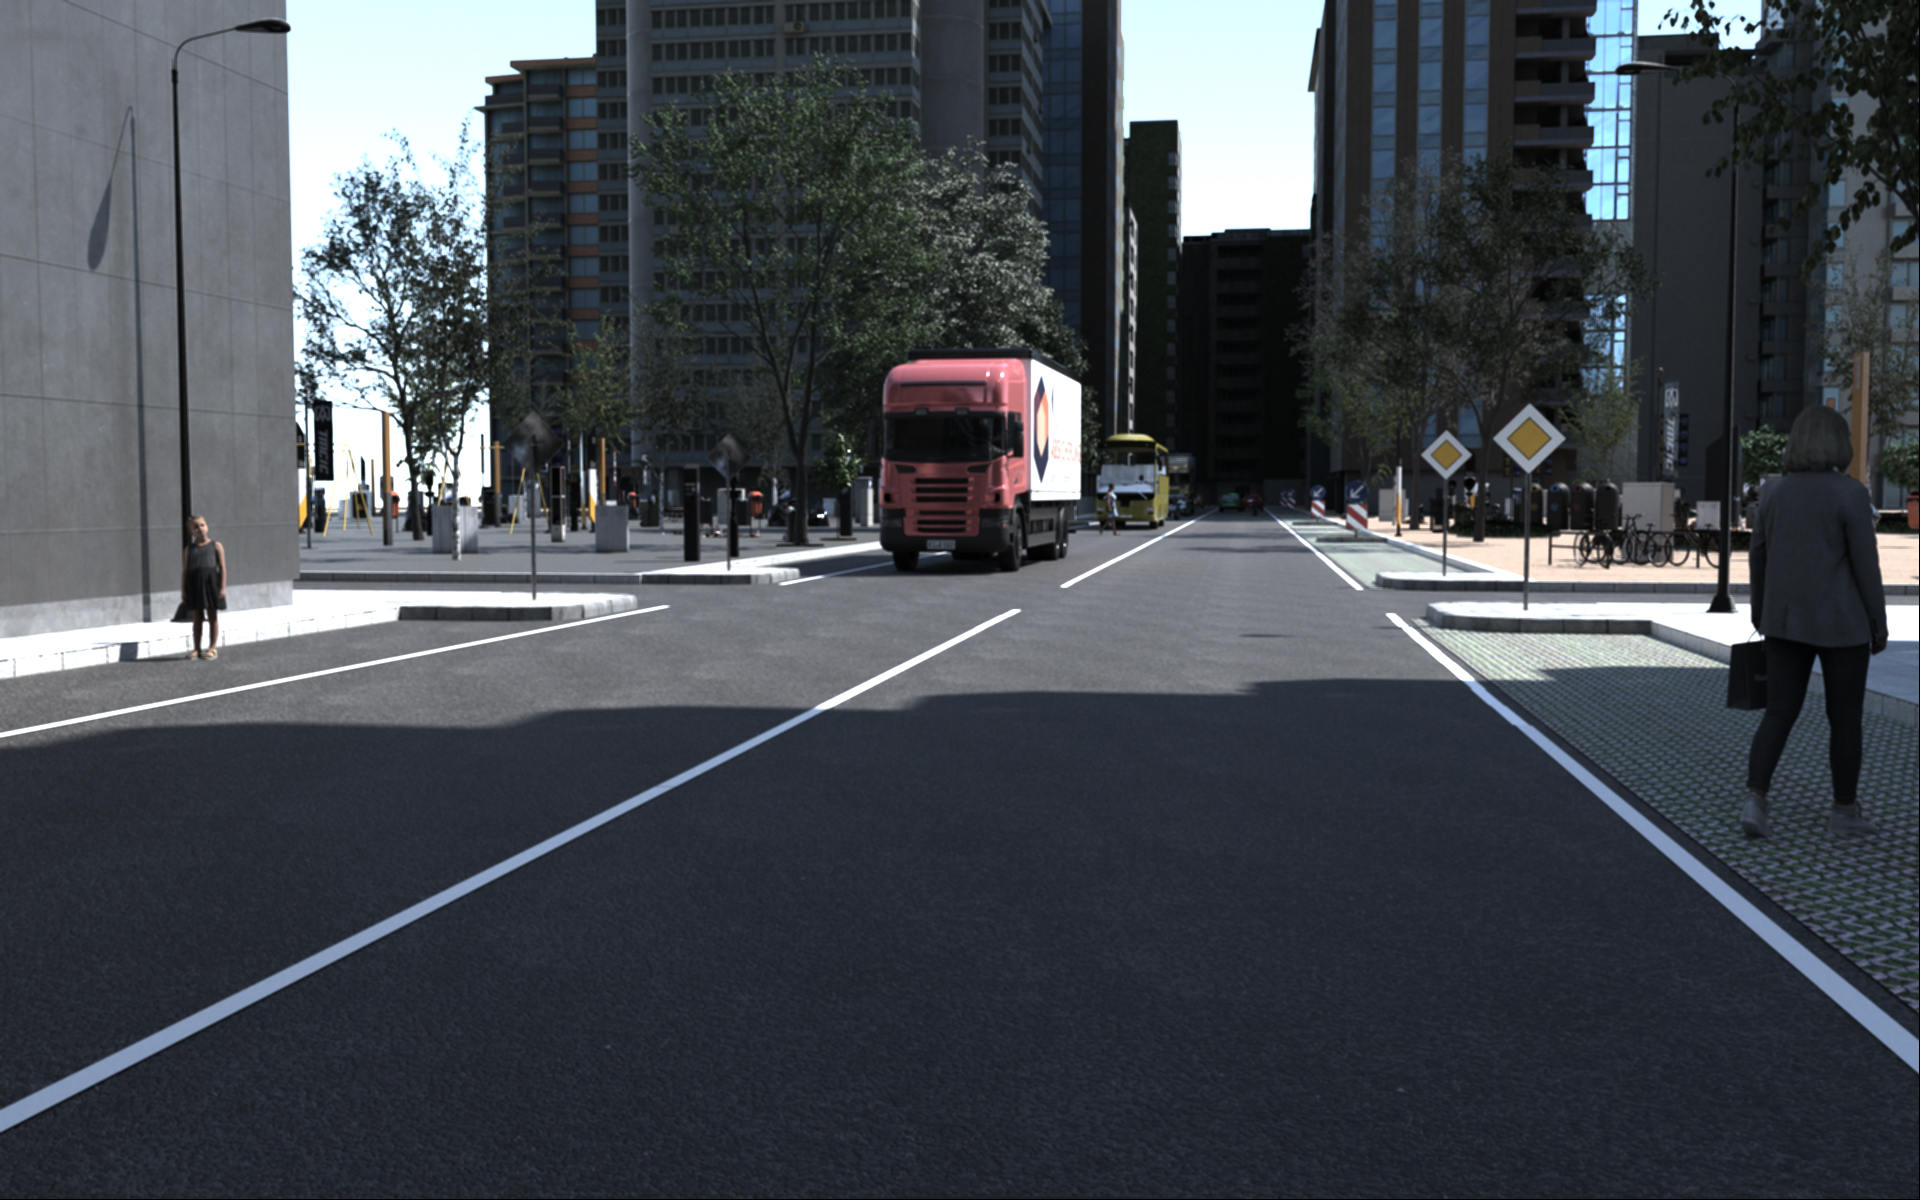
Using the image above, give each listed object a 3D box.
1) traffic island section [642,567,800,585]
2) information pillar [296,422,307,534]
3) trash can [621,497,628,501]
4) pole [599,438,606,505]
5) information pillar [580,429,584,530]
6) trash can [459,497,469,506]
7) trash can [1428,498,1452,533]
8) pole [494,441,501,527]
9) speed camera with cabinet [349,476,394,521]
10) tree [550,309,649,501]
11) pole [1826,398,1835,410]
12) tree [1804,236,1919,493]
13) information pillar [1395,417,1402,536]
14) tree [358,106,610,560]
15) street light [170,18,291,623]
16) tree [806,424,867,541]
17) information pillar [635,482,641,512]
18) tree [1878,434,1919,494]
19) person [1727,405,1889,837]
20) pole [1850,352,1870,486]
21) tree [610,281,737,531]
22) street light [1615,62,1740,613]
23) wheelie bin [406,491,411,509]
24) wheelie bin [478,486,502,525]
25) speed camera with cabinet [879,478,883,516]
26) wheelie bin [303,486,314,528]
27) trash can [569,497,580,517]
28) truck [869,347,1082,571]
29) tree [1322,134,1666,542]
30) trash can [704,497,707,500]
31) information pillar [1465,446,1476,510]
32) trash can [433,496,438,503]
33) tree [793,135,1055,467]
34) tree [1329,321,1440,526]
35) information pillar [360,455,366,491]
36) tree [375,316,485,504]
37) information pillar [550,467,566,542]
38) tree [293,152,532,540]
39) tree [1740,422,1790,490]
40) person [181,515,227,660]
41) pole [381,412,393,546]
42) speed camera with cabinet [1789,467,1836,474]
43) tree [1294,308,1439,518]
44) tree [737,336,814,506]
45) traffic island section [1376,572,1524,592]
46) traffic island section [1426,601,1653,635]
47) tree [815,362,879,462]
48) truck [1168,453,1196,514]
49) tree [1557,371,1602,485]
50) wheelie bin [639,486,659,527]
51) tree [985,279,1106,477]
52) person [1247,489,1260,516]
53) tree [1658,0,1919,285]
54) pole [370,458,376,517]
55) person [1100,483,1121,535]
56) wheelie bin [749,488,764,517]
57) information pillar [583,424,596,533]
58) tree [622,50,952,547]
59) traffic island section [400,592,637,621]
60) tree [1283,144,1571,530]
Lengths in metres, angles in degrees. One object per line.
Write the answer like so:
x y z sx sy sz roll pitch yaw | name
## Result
-3.874 -0.403 28.866 2.009 0.180 2.903 1 4 9 | traffic island section
-21.375 -3.964 56.174 0.183 3.616 0.504 0 4 6 | information pillar
-19.932 -5.561 102.582 0.748 1.137 0.748 0 3 0 | trash can
-13.016 -4.231 63.024 0.158 3.312 0.155 0 3 0 | pole
-13.624 -4.357 62.587 0.183 3.616 0.504 -1 4 -22 | information pillar
-25.135 -4.640 87.515 0.748 1.137 0.748 0 3 0 | trash can
15.904 -2.799 57.423 0.748 1.137 0.748 0 3 0 | trash can
-17.797 -4.450 66.595 0.158 3.312 0.155 0 3 0 | pole
-28.065 -5.398 82.589 2.038 3.252 0.660 -1 4 -22 | speed camera with cabinet
-14.634 -7.304 69.786 4.737 8.622 4.395 0 3 0 | tree
18.529 -2.637 36.951 0.158 3.312 0.155 0 3 0 | pole
26.242 -6.061 49.463 4.360 8.622 3.978 0 3 0 | tree
13.287 -3.735 52.417 0.183 3.616 0.504 1 4 22 | information pillar
-9.793 -5.106 33.840 4.360 8.622 3.978 0 3 0 | tree
-7.222 -2.729 17.163 1.470 5.913 1.316 1 4 9 | street light
-3.535 -3.278 48.203 1.663 3.219 1.824 0 3 0 | tree
-18.976 -5.969 102.085 0.304 2.012 0.304 1 4 11 | information pillar
51.395 -6.718 93.560 4.285 4.588 4.351 0 3 0 | tree
3.504 0.086 7.272 0.728 1.800 0.709 -2 4 -30 | person
13.006 -1.911 25.080 0.158 3.312 0.155 0 3 0 | pole
-10.423 -6.740 60.556 4.360 8.622 3.978 0 3 0 | tree
7.750 -2.824 18.720 1.470 5.913 1.316 1 4 9 | street light
-33.805 -6.061 107.011 0.693 1.594 0.980 -2 4 -35 | wheelie bin
-19.397 -3.891 71.528 0.980 1.594 0.693 -2 4 -23 | wheelie bin
-3.696 -6.249 96.499 0.660 3.252 2.038 -3 5 -40 | speed camera with cabinet
-24.710 -3.491 64.980 0.980 1.594 0.693 -2 4 -28 | wheelie bin
-21.889 -5.297 98.263 0.748 1.137 0.748 0 3 0 | trash can
0.601 -2.855 35.597 2.839 4.237 11.283 1 4 11 | truck
13.889 -6.826 46.014 8.767 10.594 7.601 1 4 11 | tree
-14.028 -5.020 93.729 0.748 1.137 0.748 0 3 0 | trash can
24.764 -5.676 84.161 0.504 3.616 0.183 0 4 2 | information pillar
-32.542 -5.890 107.953 0.748 1.137 0.748 0 3 0 | trash can
-1.262 -9.516 62.244 9.857 13.997 8.962 0 3 0 | tree
17.507 -7.349 70.521 4.737 8.622 4.395 0 3 0 | tree
-35.582 -6.845 103.262 0.183 3.616 0.504 1 4 9 | information pillar
-20.305 -7.145 67.190 4.737 8.622 4.395 0 3 0 | tree
-10.751 -2.558 46.319 0.304 2.012 0.304 0 4 5 | information pillar
-15.391 -6.941 47.897 7.601 10.594 8.767 0 4 7 | tree
36.966 -5.860 79.530 4.285 4.588 4.351 0 3 0 | tree
-6.572 -0.115 15.055 0.362 1.253 0.373 0 4 -4 | person
-14.290 -3.017 43.176 0.158 3.312 0.155 0 3 0 | pole
34.019 -4.568 69.019 0.660 3.252 2.038 -2 4 -24 | speed camera with cabinet
21.957 -10.264 93.578 9.928 11.665 9.643 0 3 0 | tree
-8.674 -7.825 78.298 4.360 8.622 3.978 0 3 0 | tree
7.561 -0.287 26.972 2.009 0.180 2.903 1 4 9 | traffic island section
6.254 0.195 19.094 2.009 0.180 2.903 1 4 9 | traffic island section
-5.755 -8.589 90.796 4.737 8.622 4.395 0 3 0 | tree
15.137 -8.109 121.501 2.839 4.237 11.283 1 4 10 | truck
31.913 -8.270 85.574 4.737 8.622 4.395 0 3 0 | tree
-12.066 -3.643 67.475 0.693 1.594 0.980 -3 5 -45 | wheelie bin
3.345 -10.656 91.240 9.611 12.733 9.660 0 3 0 | tree
19.480 -6.451 114.701 0.721 1.743 1.217 -2 4 -31 | person
7.153 -3.774 12.063 4.737 8.622 4.395 0 3 0 | tree
-33.551 -6.431 98.989 0.158 3.312 0.155 0 3 0 | pole
5.208 -3.158 60.232 0.778 1.811 0.616 2 4 23 | person
-11.551 -5.500 97.830 0.980 1.594 0.693 1 4 12 | wheelie bin
-12.201 -4.042 57.445 0.183 3.616 0.504 1 4 13 | information pillar
-4.003 -7.115 42.079 9.928 11.665 9.643 0 3 0 | tree
-5.181 0.079 20.988 2.009 0.180 2.903 1 4 9 | traffic island section
16.258 -9.224 61.185 12.009 13.543 11.850 0 3 0 | tree
